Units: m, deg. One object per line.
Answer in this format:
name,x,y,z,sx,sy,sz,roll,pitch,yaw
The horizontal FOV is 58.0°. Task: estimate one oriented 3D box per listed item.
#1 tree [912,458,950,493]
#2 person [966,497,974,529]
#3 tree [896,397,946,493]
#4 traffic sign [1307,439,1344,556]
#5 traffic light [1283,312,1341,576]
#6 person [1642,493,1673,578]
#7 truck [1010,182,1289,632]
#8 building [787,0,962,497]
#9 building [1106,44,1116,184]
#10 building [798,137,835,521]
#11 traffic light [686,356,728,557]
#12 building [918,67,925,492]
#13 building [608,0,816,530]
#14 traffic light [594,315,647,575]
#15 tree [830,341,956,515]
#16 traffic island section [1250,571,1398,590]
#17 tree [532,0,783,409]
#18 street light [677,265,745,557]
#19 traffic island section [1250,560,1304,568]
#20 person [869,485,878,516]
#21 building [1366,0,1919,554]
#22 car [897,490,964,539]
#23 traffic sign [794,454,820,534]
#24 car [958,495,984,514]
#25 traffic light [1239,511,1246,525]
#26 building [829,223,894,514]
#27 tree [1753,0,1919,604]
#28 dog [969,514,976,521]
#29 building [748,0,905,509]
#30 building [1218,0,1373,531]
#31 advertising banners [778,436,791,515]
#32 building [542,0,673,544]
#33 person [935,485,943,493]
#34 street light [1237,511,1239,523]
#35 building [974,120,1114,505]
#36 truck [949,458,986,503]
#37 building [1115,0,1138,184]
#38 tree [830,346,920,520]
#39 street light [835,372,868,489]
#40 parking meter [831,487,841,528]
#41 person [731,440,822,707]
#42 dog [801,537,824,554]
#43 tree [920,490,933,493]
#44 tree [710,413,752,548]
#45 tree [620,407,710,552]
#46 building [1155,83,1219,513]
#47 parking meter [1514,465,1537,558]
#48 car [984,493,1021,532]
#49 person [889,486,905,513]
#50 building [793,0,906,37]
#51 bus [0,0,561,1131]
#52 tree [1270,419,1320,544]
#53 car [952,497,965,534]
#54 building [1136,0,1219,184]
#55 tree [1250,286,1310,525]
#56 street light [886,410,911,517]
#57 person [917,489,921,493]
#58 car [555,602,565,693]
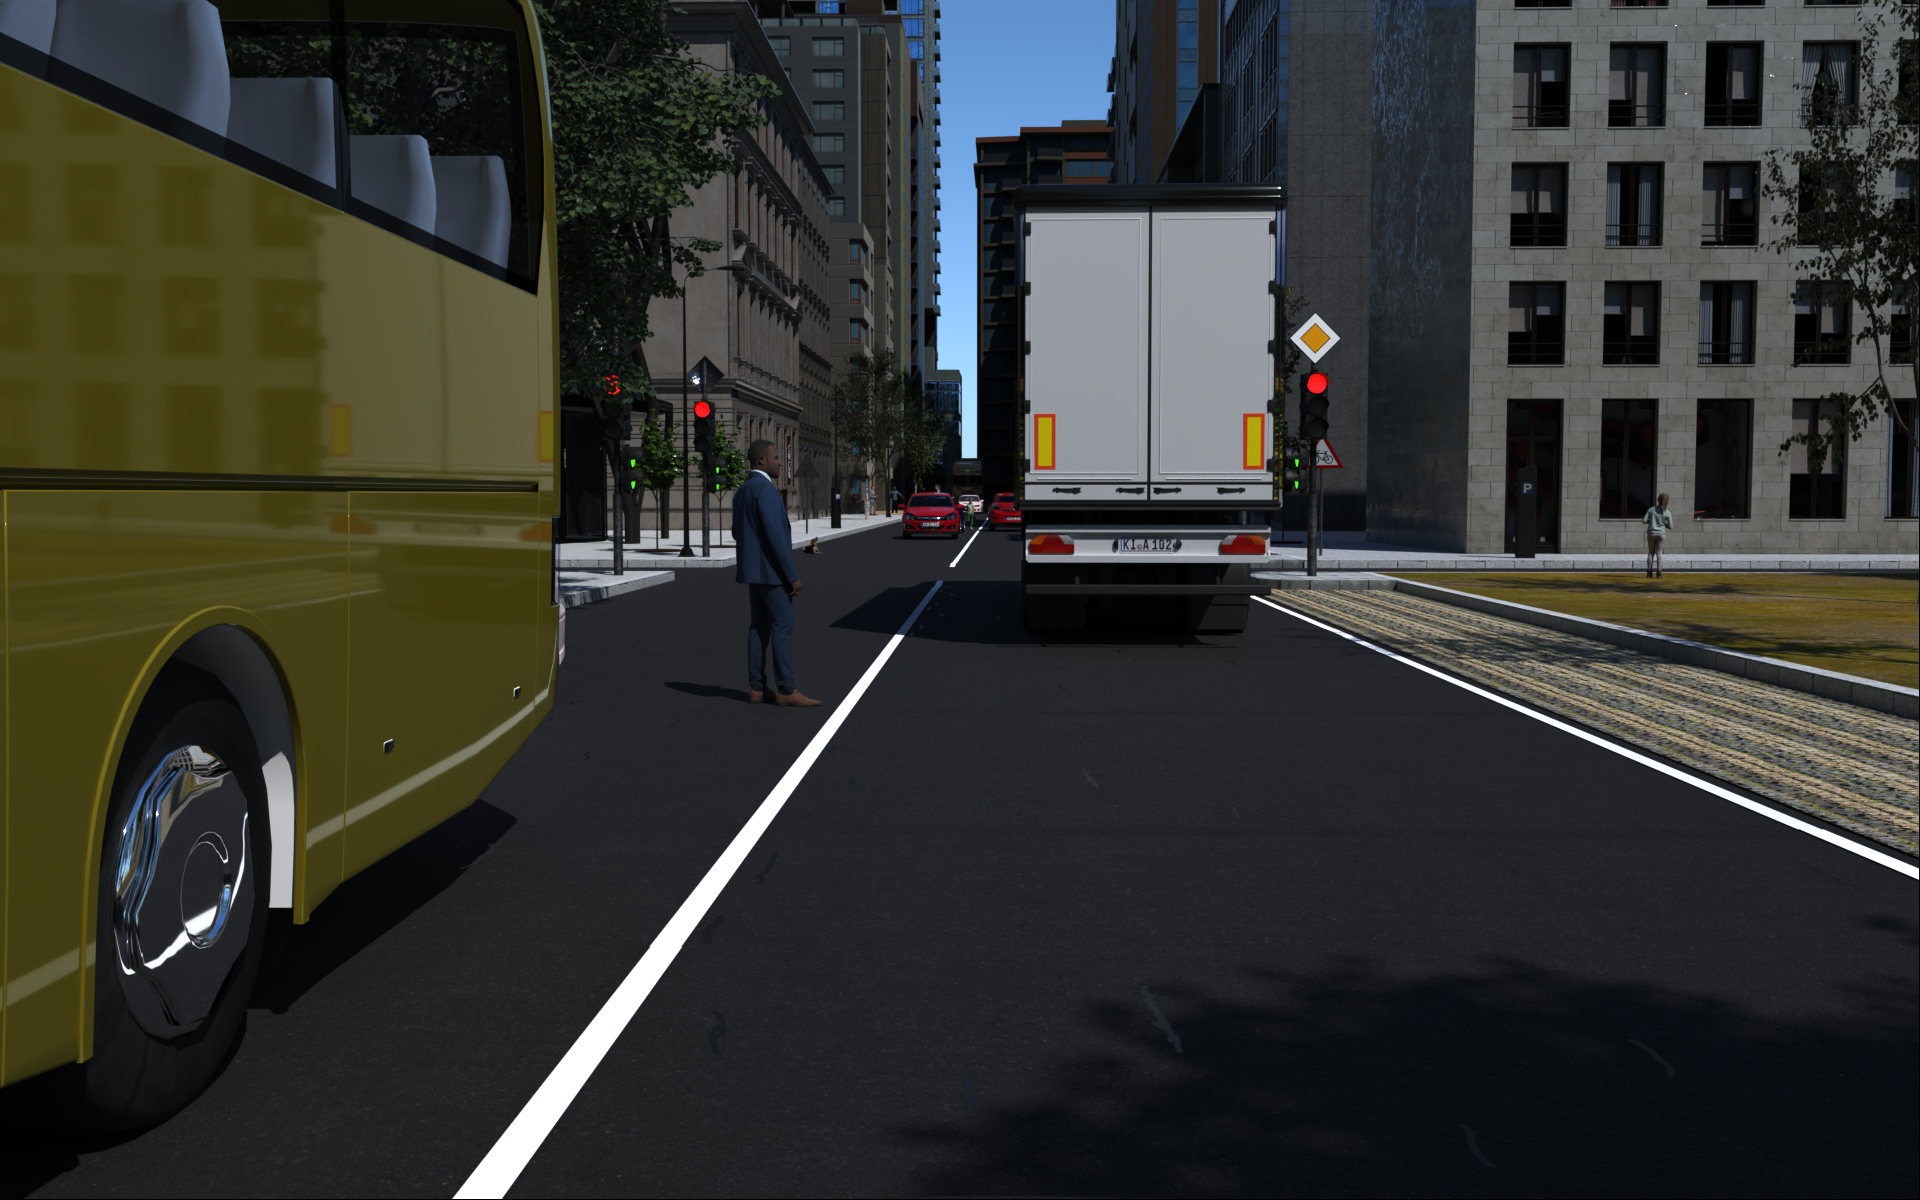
tree,-2.564,-10.261,151.477,4.285,4.588,4.351,0,3,0
person,0.409,-3.523,70.346,0.306,1.304,0.590,-1,4,-13
tree,-3.162,-11.147,132.613,4.737,8.622,4.395,0,3,0
traffic sign,7.510,-2.201,35.994,0.884,2.594,0.081,1,4,10
traffic light,5.481,-2.327,26.966,0.839,4.253,0.868,0,4,2
person,10.622,-0.985,26.421,0.425,1.301,0.394,1,4,9
truck,1.962,-1.979,21.264,2.839,4.237,11.283,0,4,3
building,-15.365,-54.644,206.099,31.000,86.520,22.319,0,4,2
building,25.692,-33.535,167.900,23.786,49.044,30.456,0,4,2
building,-12.279,-14.779,90.779,9.793,20.994,18.267,0,4,2
traffic light,-5.163,-2.832,35.222,0.839,4.253,0.868,0,4,2
building,-11.063,-32.225,176.982,14.200,45.320,14.600,0,4,2
building,-12.755,-14.315,70.208,11.583,22.565,21.152,0,4,2
traffic light,-5.377,-2.344,27.239,0.839,4.253,0.868,0,4,2
tree,-4.443,-10.449,105.258,8.767,10.594,7.601,-1,4,-17
traffic island section,5.521,-0.293,27.079,2.009,0.180,2.903,0,4,2
tree,-6.554,-6.892,19.333,9.857,13.997,8.962,0,3,0
street light,-5.052,-3.834,35.233,1.470,5.913,1.316,0,4,2
traffic island section,5.734,-0.782,35.061,2.009,0.180,2.903,0,4,2
person,-5.153,-5.951,103.538,0.583,1.804,0.606,1,4,16
building,19.384,-11.416,41.408,16.860,20.320,10.420,0,4,2
car,-0.937,-2.877,56.074,2.155,1.783,4.494,0,4,0
traffic sign,-4.980,-3.441,56.268,0.884,2.594,0.081,0,4,6
car,0.679,-6.850,124.356,2.083,1.381,4.827,0,4,3
traffic light,5.695,-2.815,34.948,0.839,4.253,0.868,0,4,2
building,-19.567,-17.154,125.504,27.650,21.520,28.899,0,4,2
tree,11.388,-4.273,20.223,4.360,8.622,3.978,0,3,0
dog,0.750,-4.528,90.876,0.800,0.831,0.513,-2,4,-28
building,-12.116,-28.292,146.164,14.154,41.232,14.086,0,4,2
building,17.485,-15.352,69.035,12.078,24.808,19.932,0,4,2
advertising banners,-5.216,-3.376,51.387,0.090,3.025,2.074,0,4,6
building,-16.374,-10.886,45.432,16.820,18.784,16.811,0,4,2
person,-0.944,-4.165,76.381,0.755,1.850,0.659,-2,4,-30
street light,7.526,-4.731,49.892,1.470,5.913,1.316,0,4,2
building,14.536,-33.707,205.728,28.867,44.769,22.147,0,4,2
truck,0.643,-9.080,137.379,2.839,4.237,11.283,0,4,0
building,26.651,-33.607,138.717,28.713,52.752,27.495,0,4,2
tree,-4.433,-8.309,86.217,4.360,8.622,3.978,0,3,0
street light,-4.186,-5.721,66.085,1.470,5.913,1.316,0,4,2
parking meter,-4.640,-3.448,64.782,0.372,1.533,0.369,0,3,0
person,-1.310,-0.192,11.818,0.419,1.800,0.721,-3,4,-38
dog,-3.553,-1.316,41.712,0.550,0.427,0.748,0,4,-6
tree,-3.201,-10.350,163.817,1.663,3.219,1.824,0,3,0
tree,-5.725,-2.860,41.361,1.663,3.219,1.824,0,3,0
tree,-6.831,-2.690,38.575,1.663,3.219,1.824,0,3,0
building,18.683,-16.825,94.154,14.314,24.678,30.058,0,4,2
parking meter,11.309,-1.772,34.677,0.399,1.863,0.255,0,4,5
car,2.008,-3.585,67.657,2.155,1.783,4.494,0,4,0
person,-4.429,-6.800,117.211,1.348,1.826,0.705,0,4,-1
building,-11.842,-31.216,160.497,14.600,45.320,14.200,0,4,2
bus,-3.000,-0.585,1.116,2.896,3.916,12.252,0,4,1
tree,8.542,-3.081,44.975,1.663,3.219,1.824,0,3,0
car,-0.749,-3.135,63.832,1.945,1.354,3.894,0,4,3
building,19.492,-28.637,118.319,14.600,45.320,14.200,0,4,2
tree,9.274,-6.456,55.924,4.737,8.622,4.395,0,3,0
street light,-3.421,-7.545,95.908,1.470,5.913,1.316,0,4,2
person,-3.317,-8.107,139.311,1.217,1.743,0.721,0,4,-3
car,-3.717,0.130,10.243,2.083,1.381,4.827,0,4,2
